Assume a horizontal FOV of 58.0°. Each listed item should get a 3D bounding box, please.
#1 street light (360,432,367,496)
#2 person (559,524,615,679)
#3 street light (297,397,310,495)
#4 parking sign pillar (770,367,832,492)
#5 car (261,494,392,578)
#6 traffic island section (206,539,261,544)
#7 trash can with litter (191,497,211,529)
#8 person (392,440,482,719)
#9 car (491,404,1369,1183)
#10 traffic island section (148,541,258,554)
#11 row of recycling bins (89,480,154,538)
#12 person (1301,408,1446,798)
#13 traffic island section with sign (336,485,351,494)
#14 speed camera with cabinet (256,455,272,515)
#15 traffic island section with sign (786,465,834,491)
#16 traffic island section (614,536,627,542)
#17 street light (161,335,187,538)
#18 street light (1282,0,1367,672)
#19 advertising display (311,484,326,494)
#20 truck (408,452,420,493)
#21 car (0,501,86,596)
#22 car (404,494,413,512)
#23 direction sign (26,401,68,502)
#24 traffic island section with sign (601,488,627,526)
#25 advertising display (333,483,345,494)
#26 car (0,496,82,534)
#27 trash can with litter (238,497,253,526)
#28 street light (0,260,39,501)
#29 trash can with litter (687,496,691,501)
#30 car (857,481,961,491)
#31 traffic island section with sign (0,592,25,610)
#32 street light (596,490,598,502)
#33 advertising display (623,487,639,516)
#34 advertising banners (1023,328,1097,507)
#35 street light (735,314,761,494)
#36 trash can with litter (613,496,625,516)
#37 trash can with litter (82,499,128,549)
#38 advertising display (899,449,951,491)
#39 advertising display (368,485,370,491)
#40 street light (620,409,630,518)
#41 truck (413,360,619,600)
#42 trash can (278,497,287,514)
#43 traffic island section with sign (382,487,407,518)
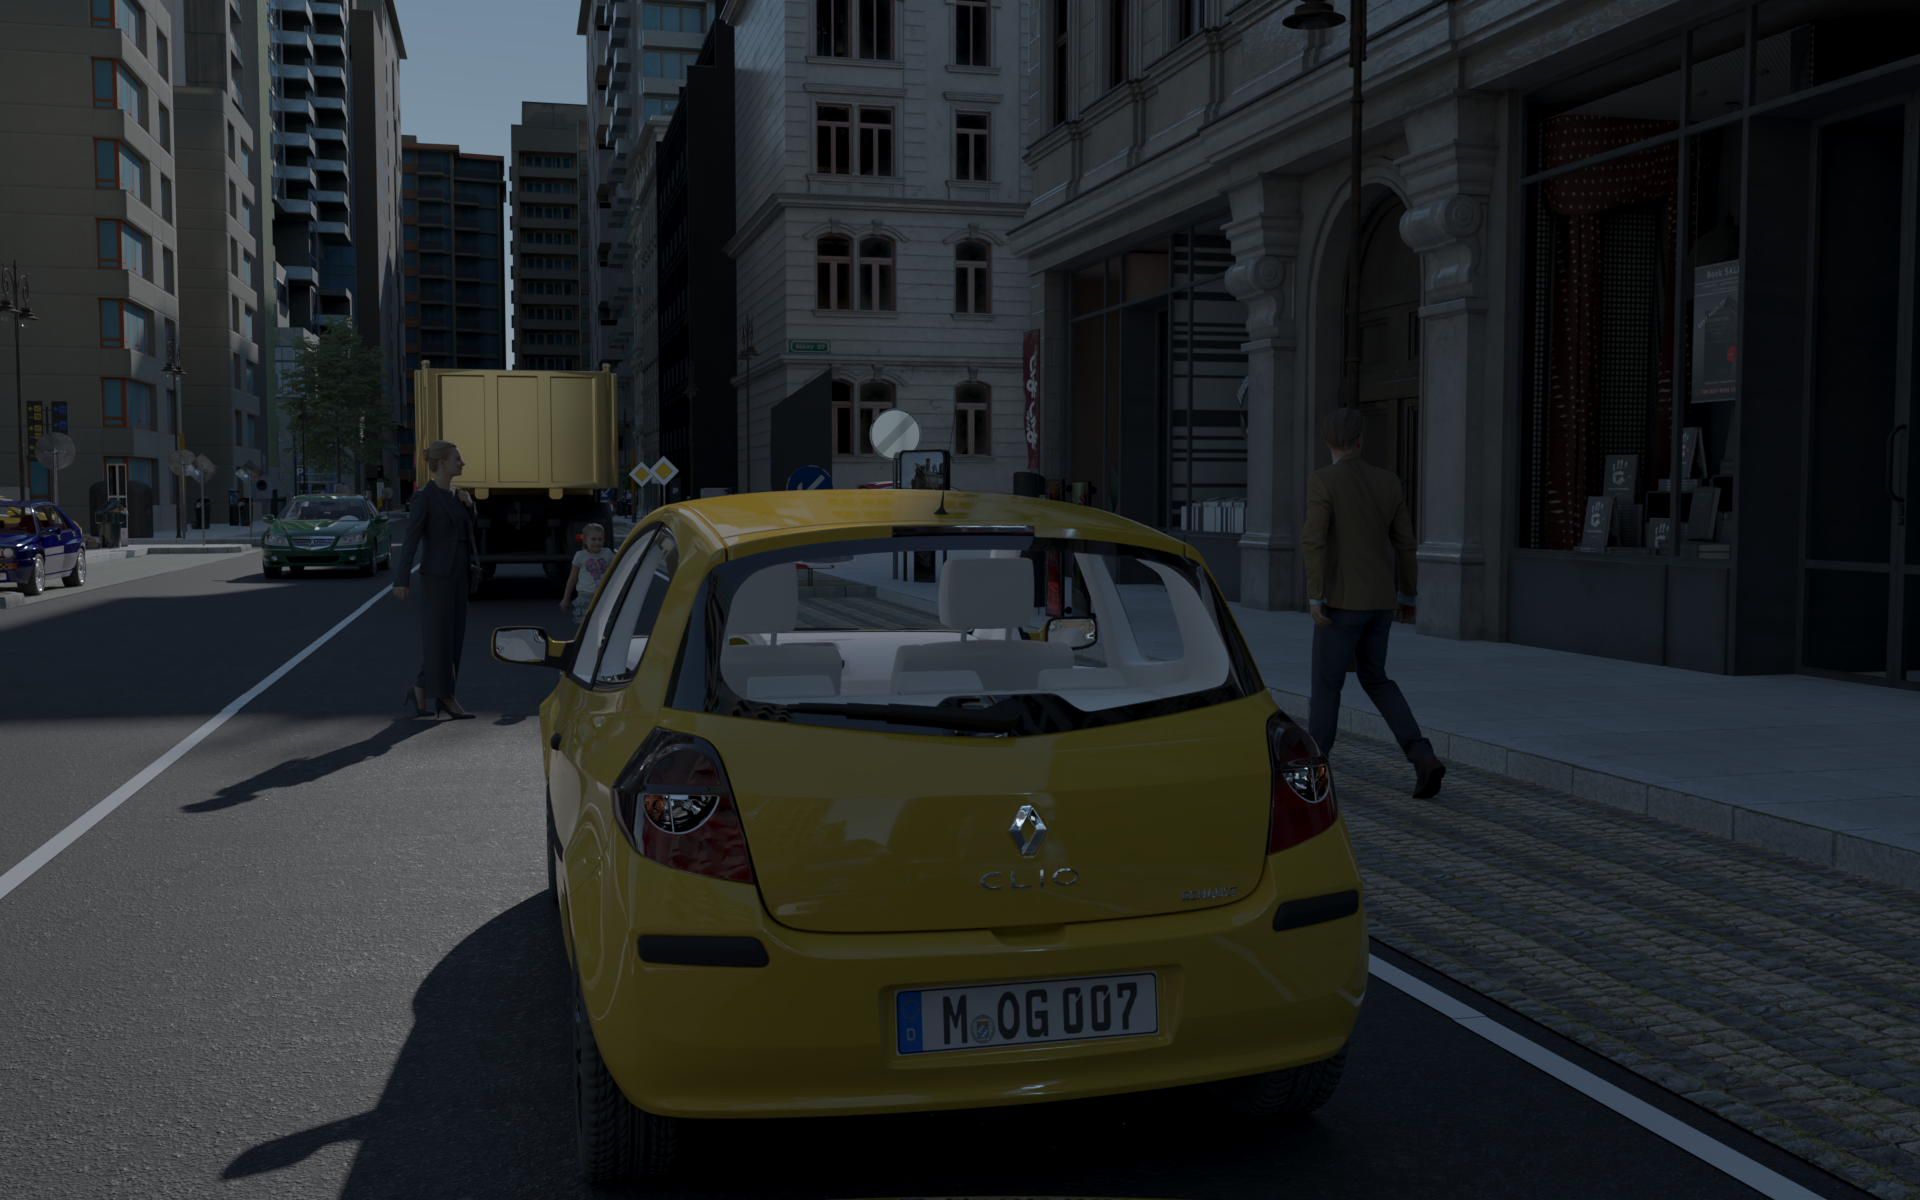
[{"bbox_3d":[-39.525,-8.697,114.989,0.468,5.910,1.993,-1,4,-14],"label":"street light"},{"bbox_3d":[-2.751,0.028,13.063,0.505,1.210,0.382,-3,4,-36],"label":"person"},{"bbox_3d":[-31.234,-6.706,82.430,0.468,5.910,1.993,-1,4,-14],"label":"street light"},{"bbox_3d":[-3.395,-2.968,36.994,1.447,3.967,1.447,-1,4,-10],"label":"parking sign pillar"},{"bbox_3d":[-11.377,-1.193,31.302,2.131,1.459,4.920,-1,4,-13],"label":"car"},{"bbox_3d":[-20.680,-1.724,50.472,2.009,0.180,2.903,-1,4,-14],"label":"traffic island section"},{"bbox_3d":[-27.732,-3.162,63.093,1.055,1.170,0.624,3,5,42],"label":"trash can with litter"},{"bbox_3d":[-3.350,-0.130,11.050,0.534,1.772,0.576,0,4,-2],"label":"person"},{"bbox_3d":[-0.359,0.309,5.176,2.015,1.641,3.980,-1,4,-15],"label":"car"},{"bbox_3d":[-18.682,-1.251,42.740,2.009,0.180,2.903,-1,4,-14],"label":"traffic island section"},{"bbox_3d":[-24.994,-2.714,51.494,1.069,1.692,3.534,-3,5,-43],"label":"row of recycling bins"},{"bbox_3d":[1.895,0.016,8.146,0.836,1.842,0.656,2,4,31],"label":"person"},{"bbox_3d":[-26.810,-4.088,75.461,1.989,1.847,2.006,-1,4,-14],"label":"traffic island section with sign"},{"bbox_3d":[-36.053,-5.725,87.935,2.038,3.252,0.660,0,4,-3],"label":"speed camera with cabinet"},{"bbox_3d":[-2.351,-0.978,24.613,1.989,1.847,2.006,-1,4,-14],"label":"traffic island section with sign"},{"bbox_3d":[-9.745,-1.896,53.282,2.009,0.180,2.903,-1,4,-14],"label":"traffic island section"},{"bbox_3d":[-22.819,-4.748,50.417,0.468,5.910,1.993,-1,4,-14],"label":"street light"},{"bbox_3d":[2.821,-2.421,12.368,0.468,5.910,1.993,-1,4,-14],"label":"street light"},{"bbox_3d":[-42.103,-6.636,113.716,0.123,1.923,0.974,3,4,37],"label":"advertising display"},{"bbox_3d":[-29.686,-6.719,98.763,2.839,4.237,11.283,-1,4,-14],"label":"truck"},{"bbox_3d":[-14.046,-0.775,25.251,1.945,1.354,3.894,-1,4,-15],"label":"car"},{"bbox_3d":[-42.993,-7.801,137.334,2.009,1.686,4.222,-1,4,-14],"label":"car"},{"bbox_3d":[-22.189,-3.070,42.191,0.876,3.537,0.379,-2,4,-25],"label":"direction sign"},{"bbox_3d":[-15.907,-4.188,77.101,1.989,1.847,2.006,-1,4,-14],"label":"traffic island section with sign"},{"bbox_3d":[-35.485,-5.734,98.961,0.974,1.923,0.123,2,4,35],"label":"advertising display"},{"bbox_3d":[-24.512,-2.062,43.940,3.980,1.641,2.015,-1,4,-15],"label":"car"},{"bbox_3d":[-28.547,-3.527,69.056,0.624,1.170,1.055,-2,4,-32],"label":"trash can with litter"},{"bbox_3d":[-18.657,-3.766,34.366,0.468,5.910,1.993,-1,4,-14],"label":"street light"},{"bbox_3d":[-10.941,-3.587,69.698,1.678,1.210,2.233,-1,4,-12],"label":"trash can with litter"},{"bbox_3d":[-0.814,-2.540,50.208,5.304,1.827,2.281,-1,4,-16],"label":"car"},{"bbox_3d":[-12.899,-0.792,21.582,1.989,1.847,2.006,-1,4,-14],"label":"traffic island section with sign"},{"bbox_3d":[-26.297,-9.328,125.304,0.468,5.910,1.993,-1,4,-14],"label":"street light"},{"bbox_3d":[-19.647,-6.003,103.365,0.974,1.923,0.123,1,4,19],"label":"advertising display"},{"bbox_3d":[0.995,-1.326,17.874,0.090,3.025,2.074,-1,4,-17],"label":"advertising banners"},{"bbox_3d":[-5.465,-4.399,44.717,0.468,5.910,1.993,-1,4,-14],"label":"street light"},{"bbox_3d":[-19.725,-5.398,99.652,1.055,1.170,0.624,-1,4,-19],"label":"trash can with litter"},{"bbox_3d":[-20.114,-1.785,40.580,0.624,1.170,1.055,2,4,28],"label":"trash can with litter"},{"bbox_3d":[-0.513,-1.216,25.095,0.123,1.923,0.974,-3,5,-44],"label":"advertising display"},{"bbox_3d":[-41.505,-7.123,121.676,0.123,1.923,0.974,-1,4,-17],"label":"advertising display"},{"bbox_3d":[-17.884,-7.327,92.578,0.468,5.910,1.993,-1,4,-14],"label":"street light"},{"bbox_3d":[-6.928,-1.908,27.115,3.469,3.379,9.791,-1,4,-14],"label":"truck"},{"bbox_3d":[-36.116,-4.915,92.006,0.748,1.137,0.748,0,3,0],"label":"trash can"},{"bbox_3d":[-33.687,-5.716,102.089,1.989,1.847,2.006,-1,4,-14],"label":"traffic island section with sign"}]
